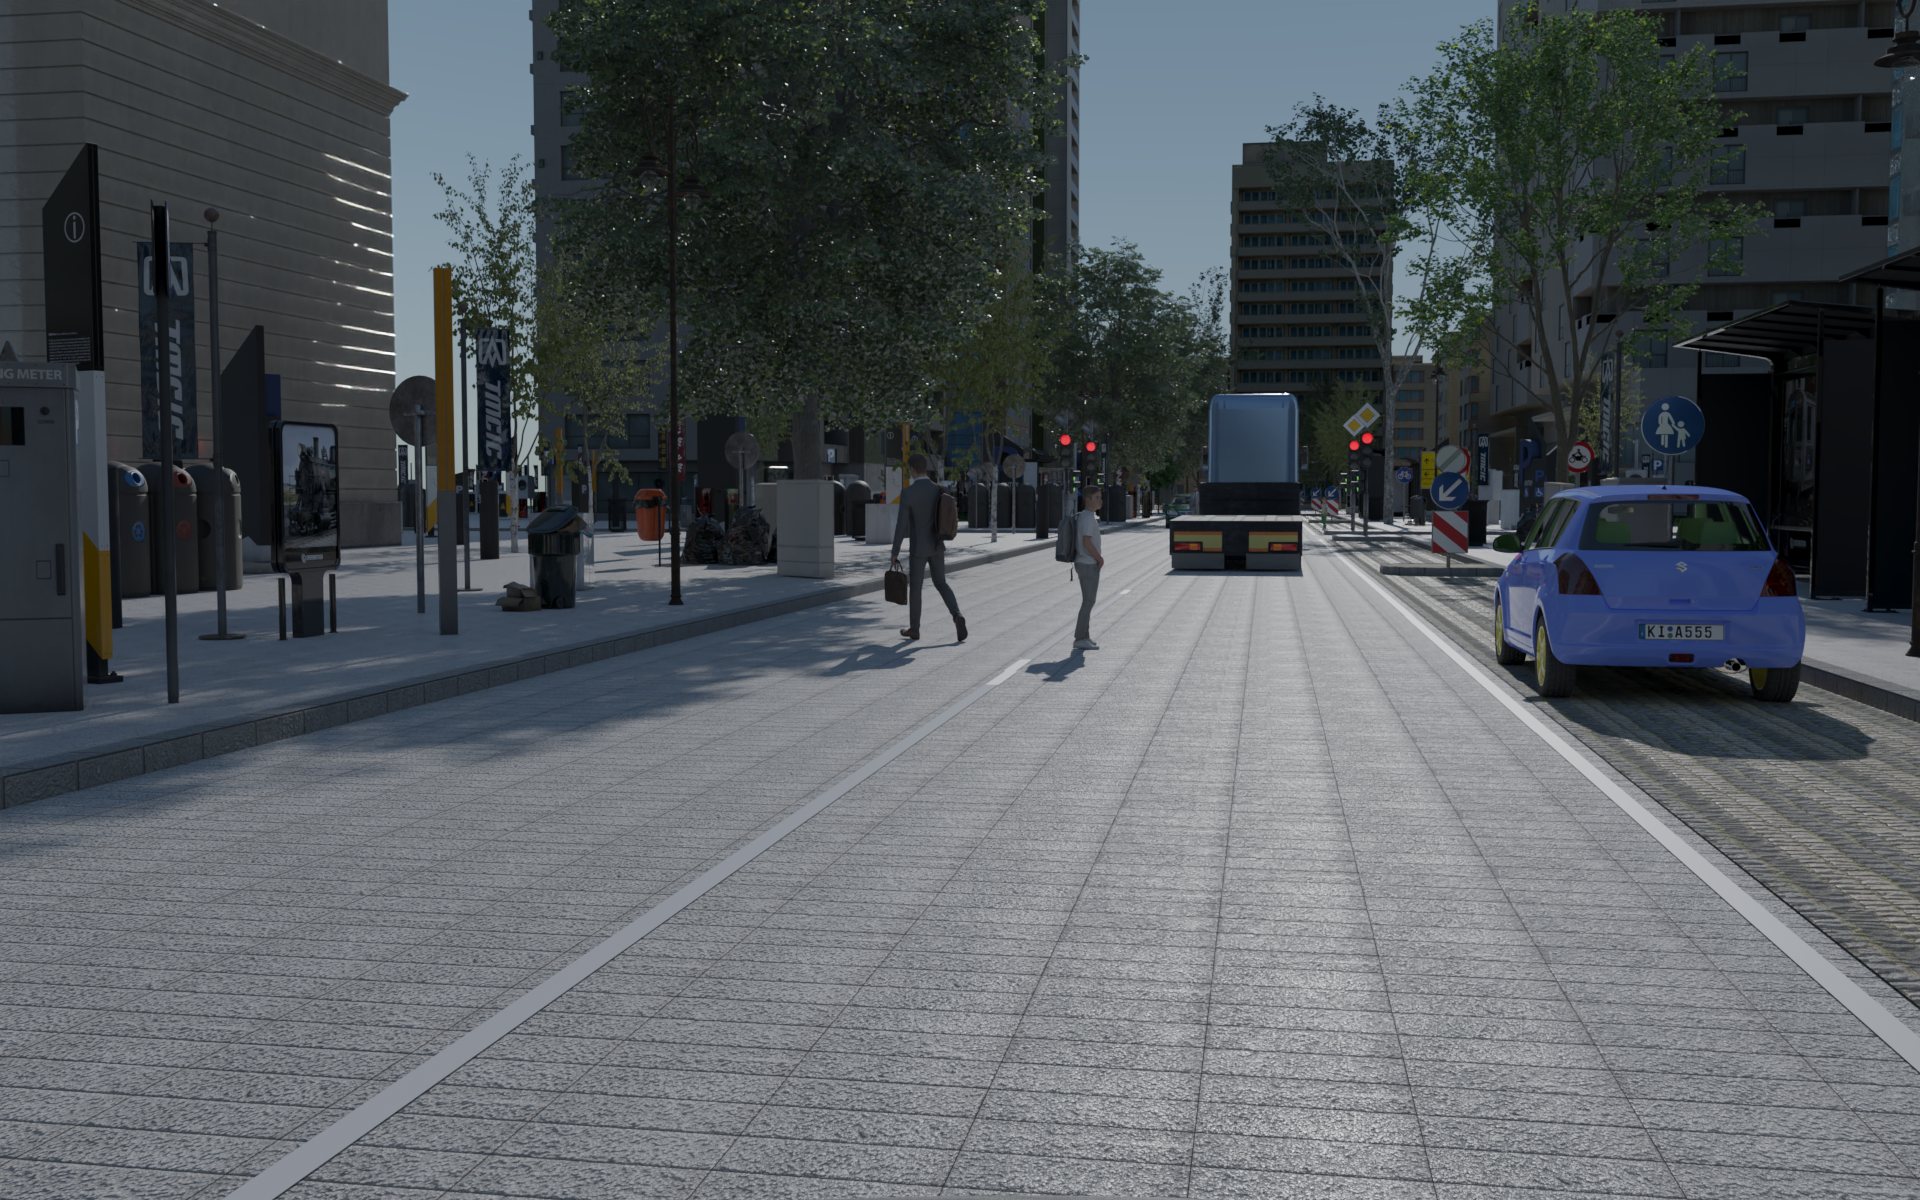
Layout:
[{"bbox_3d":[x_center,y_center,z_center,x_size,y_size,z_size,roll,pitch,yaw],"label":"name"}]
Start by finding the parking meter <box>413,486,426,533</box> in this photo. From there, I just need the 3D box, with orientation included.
[{"bbox_3d":[-17.631,-2.943,56.528,0.372,1.533,0.369,0,3,0],"label":"parking meter"}]

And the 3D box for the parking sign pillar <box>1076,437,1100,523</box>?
[{"bbox_3d":[5.549,-5.433,77.294,1.447,3.967,1.447,2,4,28],"label":"parking sign pillar"}]

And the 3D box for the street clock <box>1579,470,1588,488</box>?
[{"bbox_3d":[15.111,-2.296,42.105,0.358,2.002,0.471,1,4,15],"label":"street clock"}]

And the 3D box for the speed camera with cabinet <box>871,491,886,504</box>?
[{"bbox_3d":[-3.409,-5.585,85.656,2.038,3.252,0.660,0,4,1],"label":"speed camera with cabinet"}]

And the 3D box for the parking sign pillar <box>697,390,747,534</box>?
[{"bbox_3d":[-5.970,-3.360,43.406,1.447,3.967,1.447,2,4,35],"label":"parking sign pillar"}]

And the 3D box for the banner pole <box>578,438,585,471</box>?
[{"bbox_3d":[-16.721,-5.295,76.594,0.401,3.779,0.863,1,4,12],"label":"banner pole"}]

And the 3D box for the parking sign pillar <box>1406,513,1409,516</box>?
[{"bbox_3d":[26.532,-6.825,100.055,1.447,3.967,1.447,2,4,30],"label":"parking sign pillar"}]

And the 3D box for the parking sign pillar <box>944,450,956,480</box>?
[{"bbox_3d":[-0.574,-6.874,100.855,1.447,3.967,1.447,1,4,12],"label":"parking sign pillar"}]

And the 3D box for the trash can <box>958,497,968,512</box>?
[{"bbox_3d":[0.182,-4.695,88.421,0.748,1.137,0.748,0,3,0],"label":"trash can"}]

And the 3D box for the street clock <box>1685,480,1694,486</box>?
[{"bbox_3d":[37.959,-5.232,90.111,0.358,2.002,0.471,-2,4,-31],"label":"street clock"}]

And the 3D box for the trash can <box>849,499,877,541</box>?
[{"bbox_3d":[-2.658,-2.188,47.426,0.748,1.137,0.748,0,3,0],"label":"trash can"}]

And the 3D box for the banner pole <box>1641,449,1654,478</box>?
[{"bbox_3d":[37.970,-6.453,95.529,0.401,3.779,0.863,-3,5,-45],"label":"banner pole"}]

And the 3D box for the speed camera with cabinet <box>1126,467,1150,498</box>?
[{"bbox_3d":[10.925,-7.039,109.424,2.038,3.252,0.660,1,4,14],"label":"speed camera with cabinet"}]

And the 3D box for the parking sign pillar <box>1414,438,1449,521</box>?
[{"bbox_3d":[22.962,-5.809,83.445,1.447,3.967,1.447,3,5,40],"label":"parking sign pillar"}]

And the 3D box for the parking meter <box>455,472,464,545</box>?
[{"bbox_3d":[-12.603,-2.321,43.663,0.399,1.863,0.255,0,4,-4],"label":"parking meter"}]

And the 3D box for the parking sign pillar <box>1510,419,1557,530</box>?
[{"bbox_3d":[20.338,-4.469,61.537,1.447,3.967,1.447,0,4,-4],"label":"parking sign pillar"}]

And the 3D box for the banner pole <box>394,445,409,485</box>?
[{"bbox_3d":[-24.911,-5.322,77.039,0.863,3.779,0.401,0,4,6],"label":"banner pole"}]

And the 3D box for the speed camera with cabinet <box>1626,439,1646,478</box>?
[{"bbox_3d":[23.802,-4.194,62.912,2.038,3.252,0.660,1,4,22],"label":"speed camera with cabinet"}]

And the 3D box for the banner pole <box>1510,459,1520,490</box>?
[{"bbox_3d":[39.404,-8.148,123.244,0.863,3.779,0.401,1,4,20],"label":"banner pole"}]

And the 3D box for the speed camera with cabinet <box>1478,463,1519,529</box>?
[{"bbox_3d":[20.141,-4.260,63.988,0.660,3.252,2.038,-2,4,-31],"label":"speed camera with cabinet"}]

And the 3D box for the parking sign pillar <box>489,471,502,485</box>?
[{"bbox_3d":[-34.177,-8.466,126.893,1.447,3.967,1.447,2,4,34],"label":"parking sign pillar"}]

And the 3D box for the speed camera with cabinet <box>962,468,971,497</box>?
[{"bbox_3d":[0.417,-8.333,130.587,0.660,3.252,2.038,3,5,45],"label":"speed camera with cabinet"}]

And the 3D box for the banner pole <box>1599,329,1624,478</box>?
[{"bbox_3d":[10.010,-2.241,26.660,0.401,3.779,0.863,0,4,-3],"label":"banner pole"}]

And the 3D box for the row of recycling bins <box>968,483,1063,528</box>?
[{"bbox_3d":[2.059,-3.573,65.528,3.534,1.692,1.069,0,4,1],"label":"row of recycling bins"}]

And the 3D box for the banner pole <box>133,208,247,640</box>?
[{"bbox_3d":[-6.772,-1.542,15.221,0.863,3.779,0.401,-1,4,-8],"label":"banner pole"}]

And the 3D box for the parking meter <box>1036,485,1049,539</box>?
[{"bbox_3d":[2.374,-2.542,49.973,0.372,1.533,0.369,0,3,0],"label":"parking meter"}]

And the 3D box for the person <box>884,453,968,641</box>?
[{"bbox_3d":[-0.331,-0.517,16.910,0.622,1.834,0.822,-3,4,-38],"label":"person"}]

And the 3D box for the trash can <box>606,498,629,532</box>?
[{"bbox_3d":[-11.494,-2.841,58.103,0.748,1.137,0.748,0,3,0],"label":"trash can"}]

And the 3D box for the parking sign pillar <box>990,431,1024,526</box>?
[{"bbox_3d":[1.904,-4.983,69.947,1.447,3.967,1.447,1,4,12],"label":"parking sign pillar"}]

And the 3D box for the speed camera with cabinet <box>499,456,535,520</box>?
[{"bbox_3d":[-22.169,-5.626,86.315,2.038,3.252,0.660,2,4,27],"label":"speed camera with cabinet"}]

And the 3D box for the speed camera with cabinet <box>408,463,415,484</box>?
[{"bbox_3d":[-34.886,-7.003,108.832,0.660,3.252,2.038,2,4,32],"label":"speed camera with cabinet"}]

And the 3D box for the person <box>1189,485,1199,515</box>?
[{"bbox_3d":[9.652,-3.793,70.791,0.678,1.792,0.850,2,4,26],"label":"person"}]

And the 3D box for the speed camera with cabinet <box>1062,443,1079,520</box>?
[{"bbox_3d":[4.289,-4.483,67.635,0.660,3.252,2.038,0,4,2],"label":"speed camera with cabinet"}]

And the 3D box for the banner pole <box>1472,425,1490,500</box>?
[{"bbox_3d":[18.781,-4.443,62.658,0.863,3.779,0.401,-1,4,-19],"label":"banner pole"}]

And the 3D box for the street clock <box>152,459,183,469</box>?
[{"bbox_3d":[-13.667,-1.550,29.911,0.471,2.002,0.358,1,4,19],"label":"street clock"}]

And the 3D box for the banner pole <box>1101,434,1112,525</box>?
[{"bbox_3d":[6.045,-5.014,71.988,0.401,3.779,0.863,2,4,31],"label":"banner pole"}]

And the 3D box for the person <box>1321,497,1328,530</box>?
[{"bbox_3d":[14.528,-3.440,69.000,0.306,1.304,0.590,2,4,31],"label":"person"}]

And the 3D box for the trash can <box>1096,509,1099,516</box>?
[{"bbox_3d":[8.112,-5.392,99.810,0.748,1.137,0.748,0,3,0],"label":"trash can"}]

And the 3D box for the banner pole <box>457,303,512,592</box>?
[{"bbox_3d":[-6.336,-2.016,22.981,0.863,3.779,0.401,-2,4,-33],"label":"banner pole"}]

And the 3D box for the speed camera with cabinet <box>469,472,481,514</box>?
[{"bbox_3d":[-30.876,-7.087,110.207,0.660,3.252,2.038,2,4,31],"label":"speed camera with cabinet"}]

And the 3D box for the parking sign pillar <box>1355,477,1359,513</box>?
[{"bbox_3d":[27.640,-8.061,120.266,1.447,3.967,1.447,1,4,22],"label":"parking sign pillar"}]

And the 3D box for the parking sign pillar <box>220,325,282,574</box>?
[{"bbox_3d":[-11.593,-2.432,28.239,1.447,3.967,1.447,3,4,38],"label":"parking sign pillar"}]

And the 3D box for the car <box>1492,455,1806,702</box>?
[{"bbox_3d":[5.132,-0.226,13.279,1.945,1.707,3.694,1,4,10],"label":"car"}]

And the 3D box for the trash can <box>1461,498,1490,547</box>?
[{"bbox_3d":[12.610,-1.886,42.482,0.748,1.137,0.748,0,3,0],"label":"trash can"}]

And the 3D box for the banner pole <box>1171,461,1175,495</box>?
[{"bbox_3d":[16.157,-8.888,135.330,0.863,3.779,0.401,-2,4,-24],"label":"banner pole"}]

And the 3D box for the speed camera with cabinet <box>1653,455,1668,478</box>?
[{"bbox_3d":[32.220,-5.290,80.825,0.660,3.252,2.038,-2,4,-25],"label":"speed camera with cabinet"}]

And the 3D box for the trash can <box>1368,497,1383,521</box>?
[{"bbox_3d":[21.956,-4.873,91.319,0.748,1.137,0.748,0,3,0],"label":"trash can"}]

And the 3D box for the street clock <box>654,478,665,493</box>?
[{"bbox_3d":[-13.813,-4.592,79.655,0.471,2.002,0.358,1,4,23],"label":"street clock"}]

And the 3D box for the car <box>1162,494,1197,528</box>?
[{"bbox_3d":[9.761,-3.818,74.229,2.131,1.459,4.920,1,4,8],"label":"car"}]

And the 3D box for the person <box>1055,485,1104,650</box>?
[{"bbox_3d":[1.172,-0.302,16.034,0.523,1.515,0.503,-3,4,-38],"label":"person"}]

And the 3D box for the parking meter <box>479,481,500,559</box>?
[{"bbox_3d":[-9.275,-1.573,34.122,0.372,1.533,0.369,0,3,0],"label":"parking meter"}]
